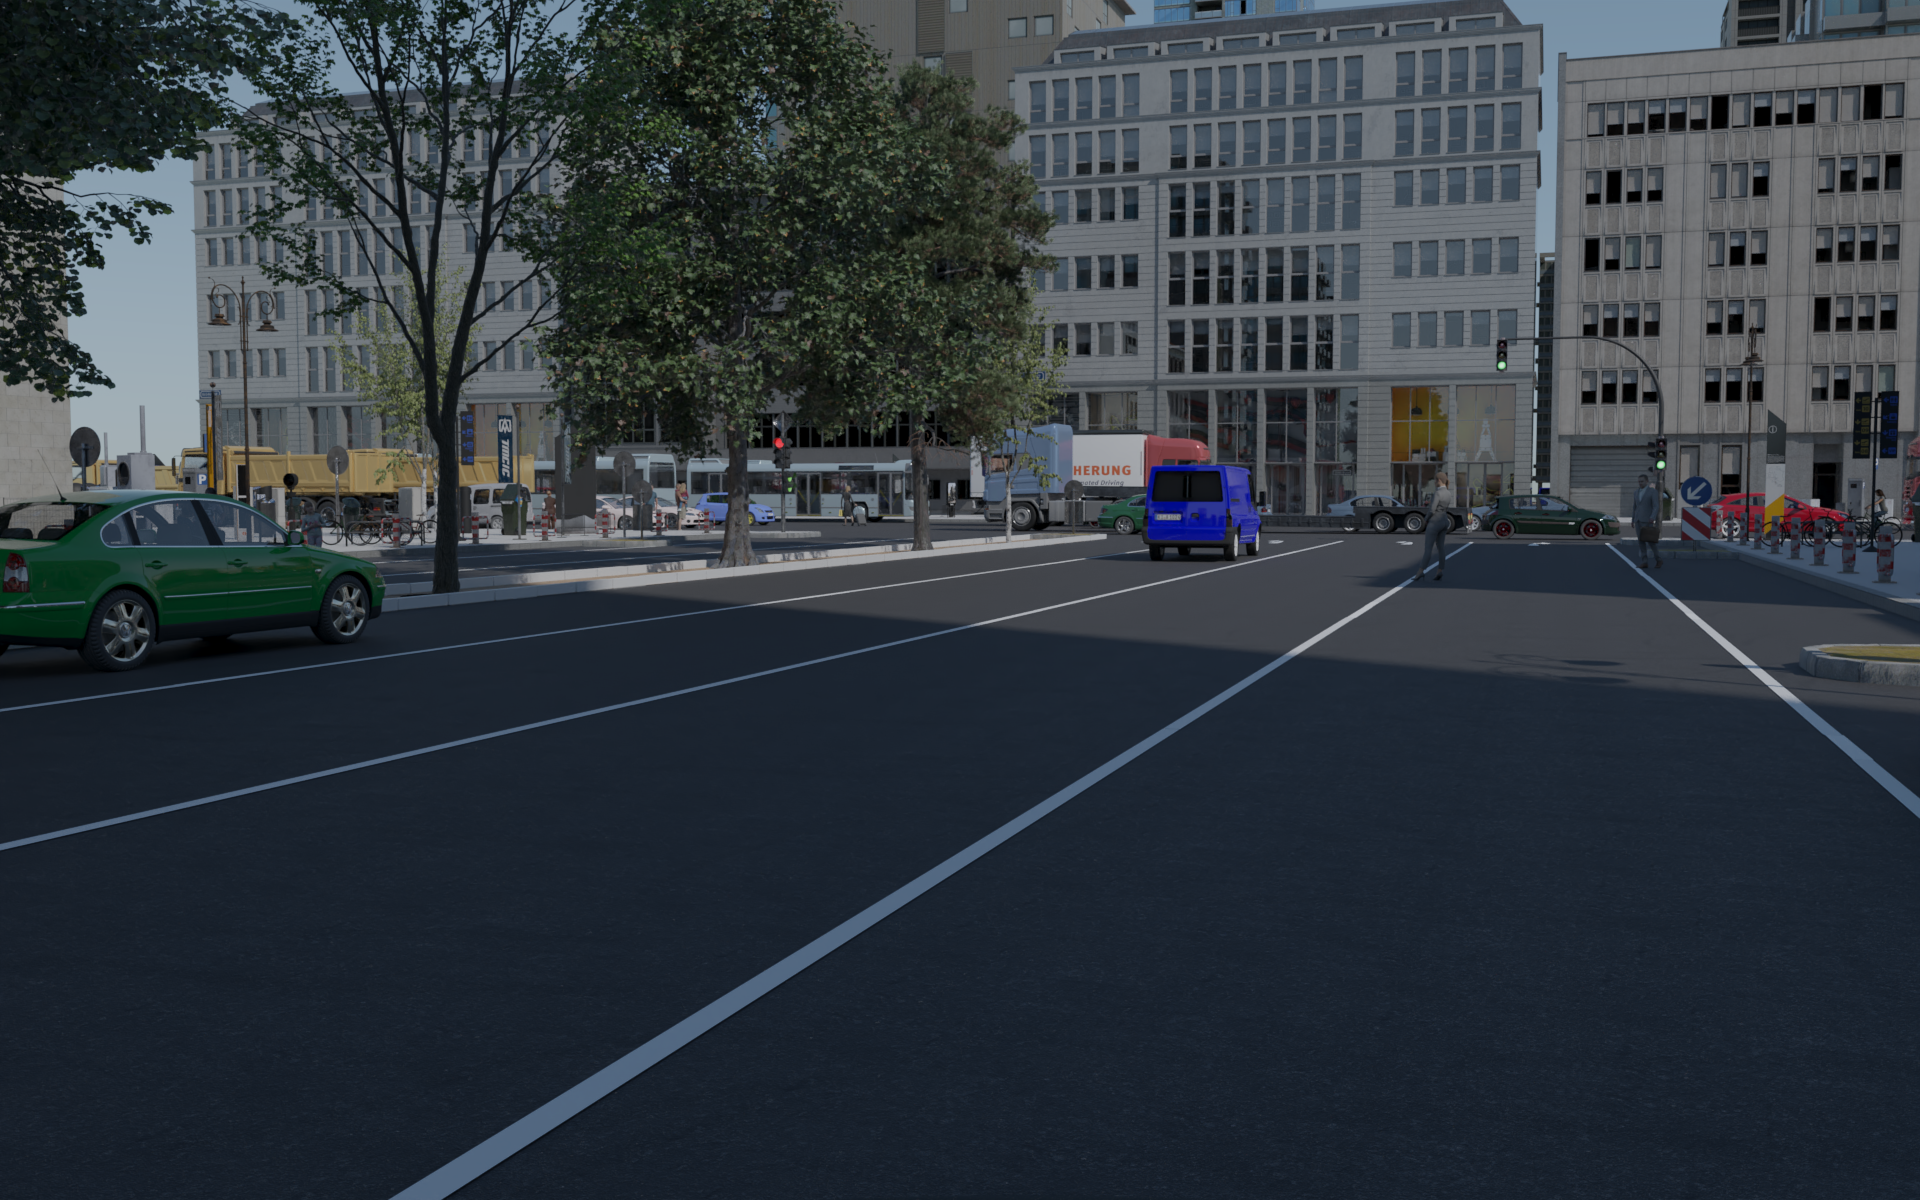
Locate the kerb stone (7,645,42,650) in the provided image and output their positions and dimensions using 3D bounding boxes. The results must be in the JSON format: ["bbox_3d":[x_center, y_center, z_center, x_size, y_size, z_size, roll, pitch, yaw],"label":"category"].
[{"bbox_3d":[-8.786,0.383,15.942,0.120,0.150,1.000,1,4,19],"label":"kerb stone"}]

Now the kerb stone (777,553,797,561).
[{"bbox_3d":[-3.807,-0.911,37.092,0.120,0.150,1.000,1,4,19],"label":"kerb stone"}]

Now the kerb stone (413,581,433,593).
[{"bbox_3d":[-7.785,-0.188,25.401,0.120,0.150,1.000,1,4,19],"label":"kerb stone"}]

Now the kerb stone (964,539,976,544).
[{"bbox_3d":[0.167,-1.626,48.787,0.120,0.150,1.000,1,4,19],"label":"kerb stone"}]

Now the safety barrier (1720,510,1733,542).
[{"bbox_3d":[20.544,-1.951,46.170,0.300,0.817,1.120,1,4,19],"label":"safety barrier"}]

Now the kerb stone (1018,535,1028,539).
[{"bbox_3d":[1.826,-1.925,53.665,0.120,0.150,1.000,1,4,19],"label":"kerb stone"}]

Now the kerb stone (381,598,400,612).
[{"bbox_3d":[-7.123,0.085,20.813,0.120,0.150,1.000,1,4,19],"label":"kerb stone"}]

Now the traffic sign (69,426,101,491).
[{"bbox_3d":[-16.517,-1.992,32.680,0.768,2.556,0.104,1,4,20],"label":"traffic sign"}]

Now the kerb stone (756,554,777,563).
[{"bbox_3d":[-4.140,-0.849,36.117,0.120,0.150,1.000,1,4,19],"label":"kerb stone"}]

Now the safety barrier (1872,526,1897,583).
[{"bbox_3d":[13.327,-0.652,24.943,0.300,0.817,1.120,1,4,19],"label":"safety barrier"}]

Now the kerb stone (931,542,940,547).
[{"bbox_3d":[-0.829,-1.446,45.857,0.120,0.150,1.000,1,4,19],"label":"kerb stone"}]

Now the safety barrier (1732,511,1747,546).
[{"bbox_3d":[19.515,-1.766,43.143,0.300,0.817,1.120,1,4,19],"label":"safety barrier"}]

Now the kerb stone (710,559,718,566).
[{"bbox_3d":[-4.805,-0.730,34.166,0.120,0.150,1.000,1,4,19],"label":"kerb stone"}]

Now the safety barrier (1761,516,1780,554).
[{"bbox_3d":[17.454,-1.395,37.078,0.300,0.817,1.120,1,4,19],"label":"safety barrier"}]

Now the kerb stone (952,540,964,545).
[{"bbox_3d":[-0.170,-1.566,47.806,0.120,0.150,1.000,1,4,19],"label":"kerb stone"}]

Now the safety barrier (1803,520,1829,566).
[{"bbox_3d":[15.390,-1.024,31.013,0.300,0.817,1.120,1,4,19],"label":"safety barrier"}]

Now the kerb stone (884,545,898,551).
[{"bbox_3d":[-1.826,-1.269,42.942,0.120,0.150,1.000,1,4,19],"label":"kerb stone"}]

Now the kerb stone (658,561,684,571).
[{"bbox_3d":[-5.466,-0.613,32.222,0.120,0.150,1.000,1,4,19],"label":"kerb stone"}]

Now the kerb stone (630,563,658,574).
[{"bbox_3d":[-5.787,-0.545,31.247,0.120,0.150,1.000,1,4,19],"label":"kerb stone"}]

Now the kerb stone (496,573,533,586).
[{"bbox_3d":[-7.121,-0.315,27.350,0.120,0.150,1.000,1,4,19],"label":"kerb stone"}]

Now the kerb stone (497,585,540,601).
[{"bbox_3d":[-6.126,-0.091,23.741,0.120,0.150,1.000,1,4,19],"label":"kerb stone"}]

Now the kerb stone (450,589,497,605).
[{"bbox_3d":[-6.461,-0.033,22.761,0.120,0.150,1.000,1,4,19],"label":"kerb stone"}]

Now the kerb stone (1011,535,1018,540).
[{"bbox_3d":[1.492,-1.865,52.691,0.120,0.150,1.000,1,4,19],"label":"kerb stone"}]

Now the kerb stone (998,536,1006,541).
[{"bbox_3d":[1.162,-1.806,51.719,0.120,0.150,1.000,1,4,19],"label":"kerb stone"}]

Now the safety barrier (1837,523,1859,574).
[{"bbox_3d":[14.364,-0.838,27.984,0.300,0.817,1.120,1,4,19],"label":"safety barrier"}]

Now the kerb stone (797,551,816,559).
[{"bbox_3d":[-3.475,-0.971,38.065,0.120,0.150,1.000,1,4,19],"label":"kerb stone"}]

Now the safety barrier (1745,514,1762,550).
[{"bbox_3d":[18.483,-1.580,40.112,0.300,0.817,1.120,1,4,19],"label":"safety barrier"}]

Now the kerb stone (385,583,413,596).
[{"bbox_3d":[-8.118,-0.137,24.429,0.120,0.150,1.000,1,4,19],"label":"kerb stone"}]

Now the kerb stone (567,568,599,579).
[{"bbox_3d":[-6.459,-0.432,29.295,0.120,0.150,1.000,1,4,19],"label":"kerb stone"}]

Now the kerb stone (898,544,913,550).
[{"bbox_3d":[-1.497,-1.328,43.914,0.120,0.150,1.000,1,4,19],"label":"kerb stone"}]

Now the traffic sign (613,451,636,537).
[{"bbox_3d":[-9.963,-3.135,51.364,0.768,2.556,0.104,1,4,20],"label":"traffic sign"}]

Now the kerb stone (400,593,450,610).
[{"bbox_3d":[-6.797,0.027,21.787,0.120,0.150,1.000,1,4,19],"label":"kerb stone"}]

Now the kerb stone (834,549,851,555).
[{"bbox_3d":[-2.820,-1.088,40.015,0.120,0.150,1.000,1,4,19],"label":"kerb stone"}]

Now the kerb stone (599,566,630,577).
[{"bbox_3d":[-6.127,-0.492,30.278,0.120,0.150,1.000,1,4,19],"label":"kerb stone"}]

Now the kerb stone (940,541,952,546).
[{"bbox_3d":[-0.503,-1.501,46.835,0.120,0.150,1.000,1,4,19],"label":"kerb stone"}]

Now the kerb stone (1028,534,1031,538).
[{"bbox_3d":[2.154,-1.984,54.638,0.120,0.150,1.000,1,4,19],"label":"kerb stone"}]

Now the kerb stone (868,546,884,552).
[{"bbox_3d":[-2.149,-1.208,41.960,0.120,0.150,1.000,1,4,19],"label":"kerb stone"}]

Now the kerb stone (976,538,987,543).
[{"bbox_3d":[0.504,-1.686,49.769,0.120,0.150,1.000,1,4,19],"label":"kerb stone"}]

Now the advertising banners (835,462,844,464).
[{"bbox_3d":[-5.885,-6.098,95.896,2.074,3.025,0.090,0,4,4],"label":"advertising banners"}]

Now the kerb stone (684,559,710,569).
[{"bbox_3d":[-5.131,-0.673,33.193,0.120,0.150,1.000,1,4,19],"label":"kerb stone"}]

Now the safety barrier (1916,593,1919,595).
[{"bbox_3d":[12.298,-0.467,21.916,0.300,0.817,1.120,1,4,19],"label":"safety barrier"}]

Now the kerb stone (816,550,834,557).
[{"bbox_3d":[-3.147,-1.025,39.042,0.120,0.150,1.000,1,4,19],"label":"kerb stone"}]

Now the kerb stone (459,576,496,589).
[{"bbox_3d":[-7.452,-0.256,26.378,0.120,0.150,1.000,1,4,19],"label":"kerb stone"}]

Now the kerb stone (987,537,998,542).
[{"bbox_3d":[0.835,-1.744,50.740,0.120,0.150,1.000,1,4,19],"label":"kerb stone"}]

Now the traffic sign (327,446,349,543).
[{"bbox_3d":[-16.404,-2.784,45.624,0.768,2.556,0.104,2,4,25],"label":"traffic sign"}]

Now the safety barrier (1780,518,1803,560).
[{"bbox_3d":[16.421,-1.209,34.039,0.300,0.817,1.120,1,4,19],"label":"safety barrier"}]

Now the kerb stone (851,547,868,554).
[{"bbox_3d":[-2.490,-1.144,40.987,0.120,0.150,1.000,1,4,19],"label":"kerb stone"}]

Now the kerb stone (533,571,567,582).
[{"bbox_3d":[-6.797,-0.373,28.324,0.120,0.150,1.000,1,4,19],"label":"kerb stone"}]
